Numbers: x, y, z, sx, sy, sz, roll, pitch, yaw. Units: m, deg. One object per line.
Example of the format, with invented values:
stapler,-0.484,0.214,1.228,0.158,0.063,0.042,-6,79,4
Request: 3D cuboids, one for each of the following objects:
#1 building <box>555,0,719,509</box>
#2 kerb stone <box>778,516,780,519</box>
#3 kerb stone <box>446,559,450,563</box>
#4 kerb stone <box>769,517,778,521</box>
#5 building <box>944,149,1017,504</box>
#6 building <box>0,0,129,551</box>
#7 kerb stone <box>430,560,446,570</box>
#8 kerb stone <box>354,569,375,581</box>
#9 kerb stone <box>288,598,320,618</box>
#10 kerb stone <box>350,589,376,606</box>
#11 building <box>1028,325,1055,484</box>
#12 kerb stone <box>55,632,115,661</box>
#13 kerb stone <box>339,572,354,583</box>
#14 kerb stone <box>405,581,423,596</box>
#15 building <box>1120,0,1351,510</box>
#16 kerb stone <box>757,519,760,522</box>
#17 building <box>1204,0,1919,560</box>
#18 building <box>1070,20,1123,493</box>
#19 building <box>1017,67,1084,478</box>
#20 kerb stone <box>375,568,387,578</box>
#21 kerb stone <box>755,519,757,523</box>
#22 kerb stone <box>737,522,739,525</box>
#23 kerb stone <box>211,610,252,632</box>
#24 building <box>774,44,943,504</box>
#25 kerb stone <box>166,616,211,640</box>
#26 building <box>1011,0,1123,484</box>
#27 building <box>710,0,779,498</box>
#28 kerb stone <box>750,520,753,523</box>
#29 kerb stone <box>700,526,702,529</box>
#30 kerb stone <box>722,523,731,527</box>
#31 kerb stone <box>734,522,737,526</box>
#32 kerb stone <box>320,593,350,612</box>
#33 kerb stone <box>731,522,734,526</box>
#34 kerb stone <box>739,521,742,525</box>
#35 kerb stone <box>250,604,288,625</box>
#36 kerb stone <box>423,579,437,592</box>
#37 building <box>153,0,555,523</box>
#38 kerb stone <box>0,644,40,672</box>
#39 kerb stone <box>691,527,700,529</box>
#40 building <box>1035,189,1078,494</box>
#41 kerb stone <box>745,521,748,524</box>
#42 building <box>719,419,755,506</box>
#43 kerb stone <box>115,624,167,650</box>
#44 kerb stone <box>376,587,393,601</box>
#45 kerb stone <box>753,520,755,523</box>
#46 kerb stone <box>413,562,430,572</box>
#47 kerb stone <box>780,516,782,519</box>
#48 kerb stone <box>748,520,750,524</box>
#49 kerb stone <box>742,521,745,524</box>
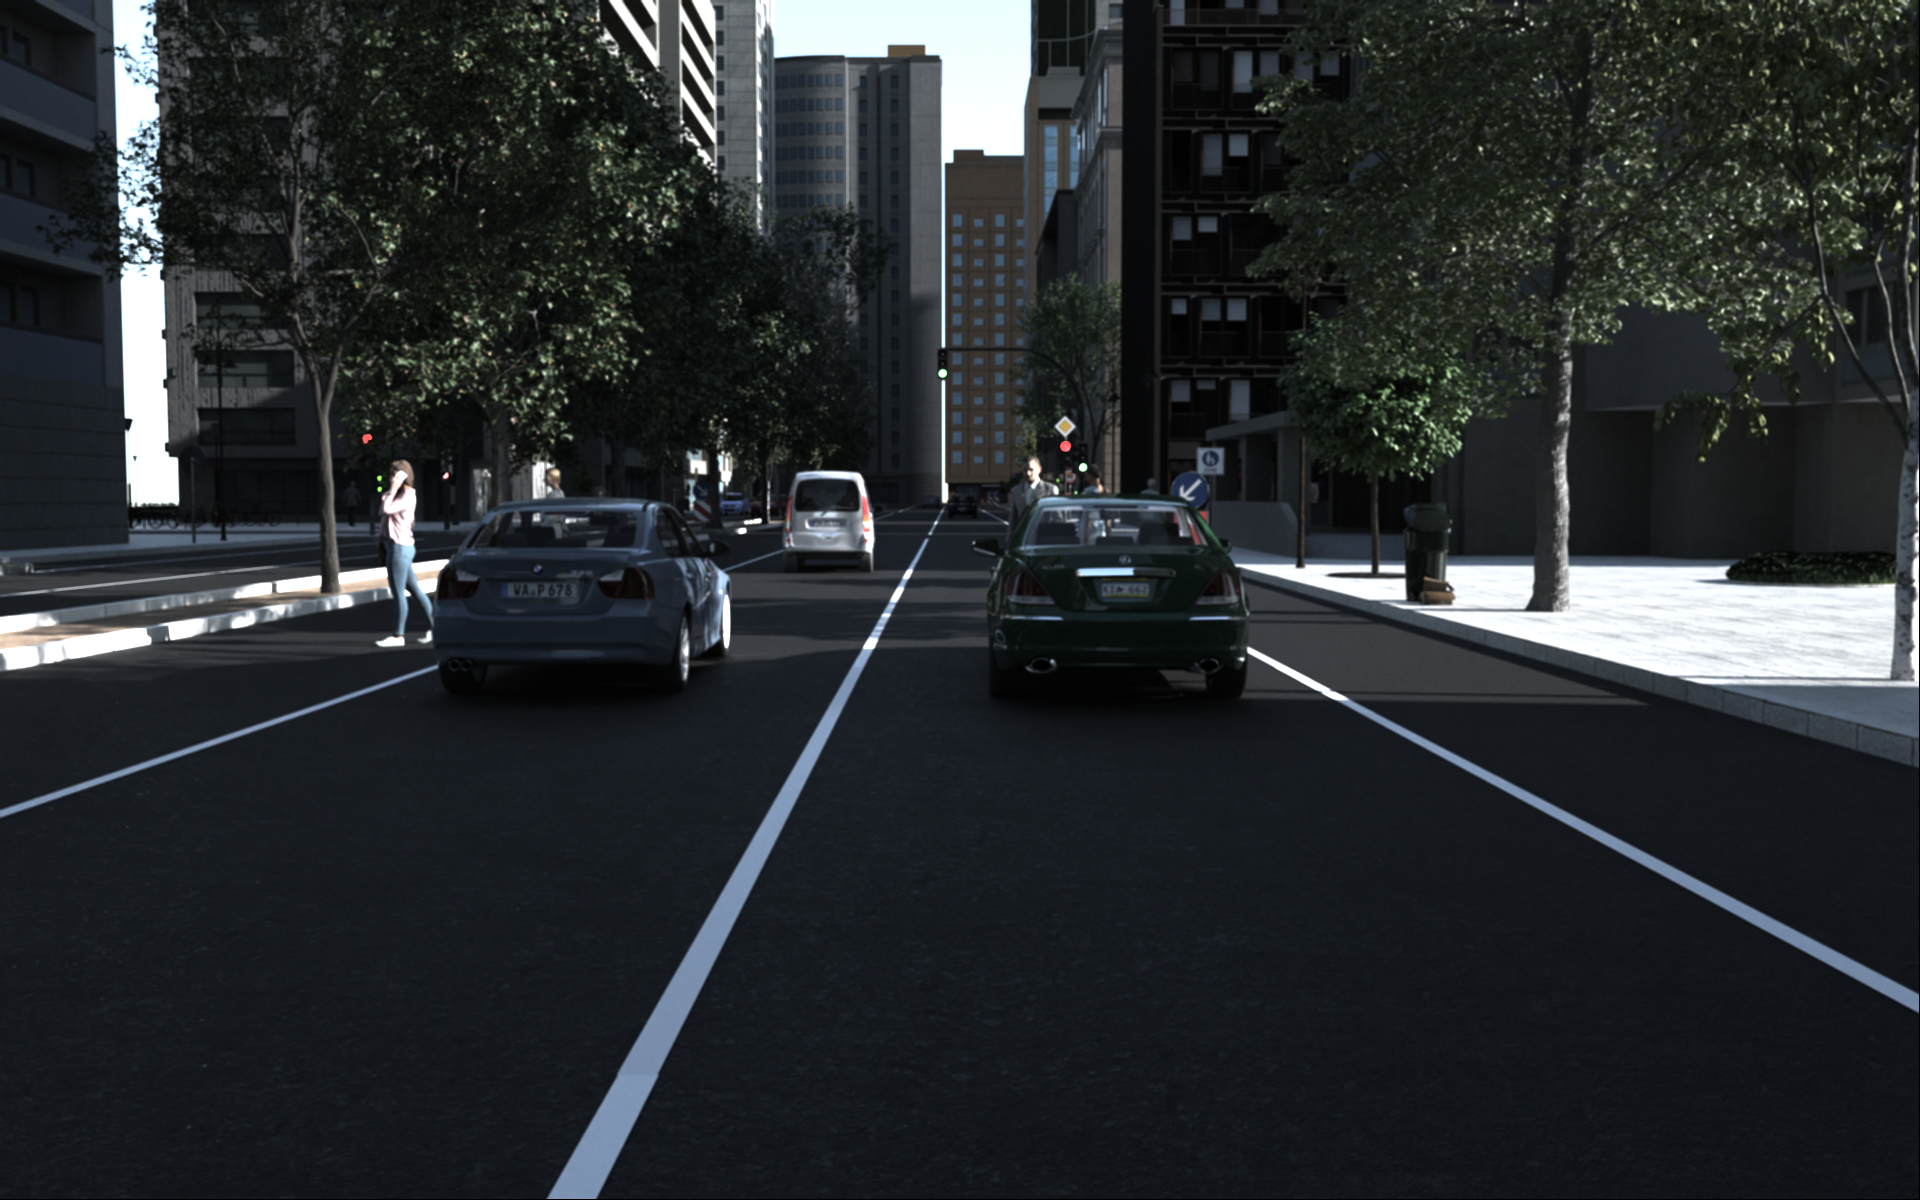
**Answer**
building,-32.840,-32.070,148.048,21.300,48.544,21.600,0,4,0
kerb stone,-10.310,-4.567,96.914,0.120,0.150,1.000,0,4,0
kerb stone,-10.005,-0.715,33.885,0.120,0.150,1.000,0,4,0
kerb stone,-10.314,-4.507,95.880,0.120,0.150,1.000,0,4,0
building,5.073,-35.341,227.929,14.200,45.320,14.600,0,4,0
building,-35.545,-30.374,38.618,28.212,58.520,21.231,0,4,0
kerb stone,-10.005,-0.652,32.863,0.120,0.150,1.000,0,4,0
kerb stone,-9.975,-0.400,28.748,0.120,0.150,1.000,0,4,0
kerb stone,-7.834,0.109,20.468,0.120,0.150,1.000,0,4,0
kerb stone,-7.849,-0.019,22.514,0.120,0.150,1.000,0,4,0
building,20.823,-19.375,161.827,27.650,21.520,28.899,0,4,0
kerb stone,-7.811,0.419,15.343,0.120,0.150,1.000,0,4,0
kerb stone,-9.980,-0.337,27.726,0.120,0.150,1.000,0,4,0
kerb stone,-7.858,-0.145,24.558,0.120,0.150,1.000,0,4,0
building,14.839,-14.572,67.927,15.834,23.373,12.332,0,4,0
kerb stone,-10.271,-3.935,86.633,0.120,0.150,1.000,0,4,0
building,22.771,-21.309,40.278,32.217,40.220,23.993,0,4,0
building,13.476,-19.031,97.058,13.634,28.700,20.117,0,4,0
building,13.867,-32.592,182.997,14.600,45.320,14.200,0,4,0
kerb stone,-9.985,-0.462,29.783,0.120,0.150,1.000,0,4,0
kerb stone,-10.260,-3.879,85.609,0.120,0.150,1.000,0,4,0
kerb stone,-10.230,-3.439,78.430,0.120,0.150,1.000,0,4,0
kerb stone,-7.825,0.233,18.421,0.120,0.150,1.000,0,4,0
building,-16.358,-42.125,230.748,28.212,58.520,21.231,0,4,0
kerb stone,-7.824,0.296,17.397,0.120,0.150,1.000,0,4,0
building,16.557,-46.610,200.322,20.563,71.187,20.611,0,4,0
building,-32.552,-46.655,201.067,20.611,71.187,20.563,0,4,0
kerb stone,-10.244,-3.753,83.565,0.120,0.150,1.000,0,4,0
kerb stone,-10.172,-2.746,67.148,0.120,0.150,1.000,0,4,0
kerb stone,-10.207,-3.246,75.356,0.120,0.150,1.000,0,4,0
kerb stone,-10.216,-3.374,77.407,0.120,0.150,1.000,0,4,0
kerb stone,-7.837,0.045,21.490,0.120,0.150,1.000,0,4,0
kerb stone,-10.215,-3.308,76.383,0.120,0.150,1.000,0,4,0
kerb stone,-10.231,-3.500,79.455,0.120,0.150,1.000,0,4,0
kerb stone,-7.830,0.168,19.446,0.120,0.150,1.000,0,4,0
kerb stone,-7.859,-0.207,25.584,0.120,0.150,1.000,0,4,0
building,-28.005,-18.992,82.213,14.160,30.474,14.107,0,4,0
kerb stone,-7.807,0.482,14.309,0.120,0.150,1.000,0,4,0
kerb stone,-10.165,-2.686,66.119,0.120,0.150,1.000,0,4,0
building,13.075,-18.542,122.220,14.314,24.678,30.058,0,4,0
kerb stone,-10.239,-3.628,81.517,0.120,0.150,1.000,0,4,0
building,-36.092,-20.124,174.059,27.650,21.520,28.899,0,4,0
kerb stone,-7.812,0.359,16.371,0.120,0.150,1.000,0,4,0
kerb stone,-7.856,-0.081,23.536,0.120,0.150,1.000,0,4,0
kerb stone,-10.251,-3.811,84.587,0.120,0.150,1.000,0,4,0
kerb stone,-9.999,-0.589,31.829,0.120,0.150,1.000,0,4,0
kerb stone,-10.324,-4.632,97.936,0.120,0.150,1.000,0,4,0
kerb stone,-10.247,-3.691,82.542,0.120,0.150,1.000,0,4,0
kerb stone,-10.240,-3.560,80.477,0.120,0.150,1.000,0,4,0
